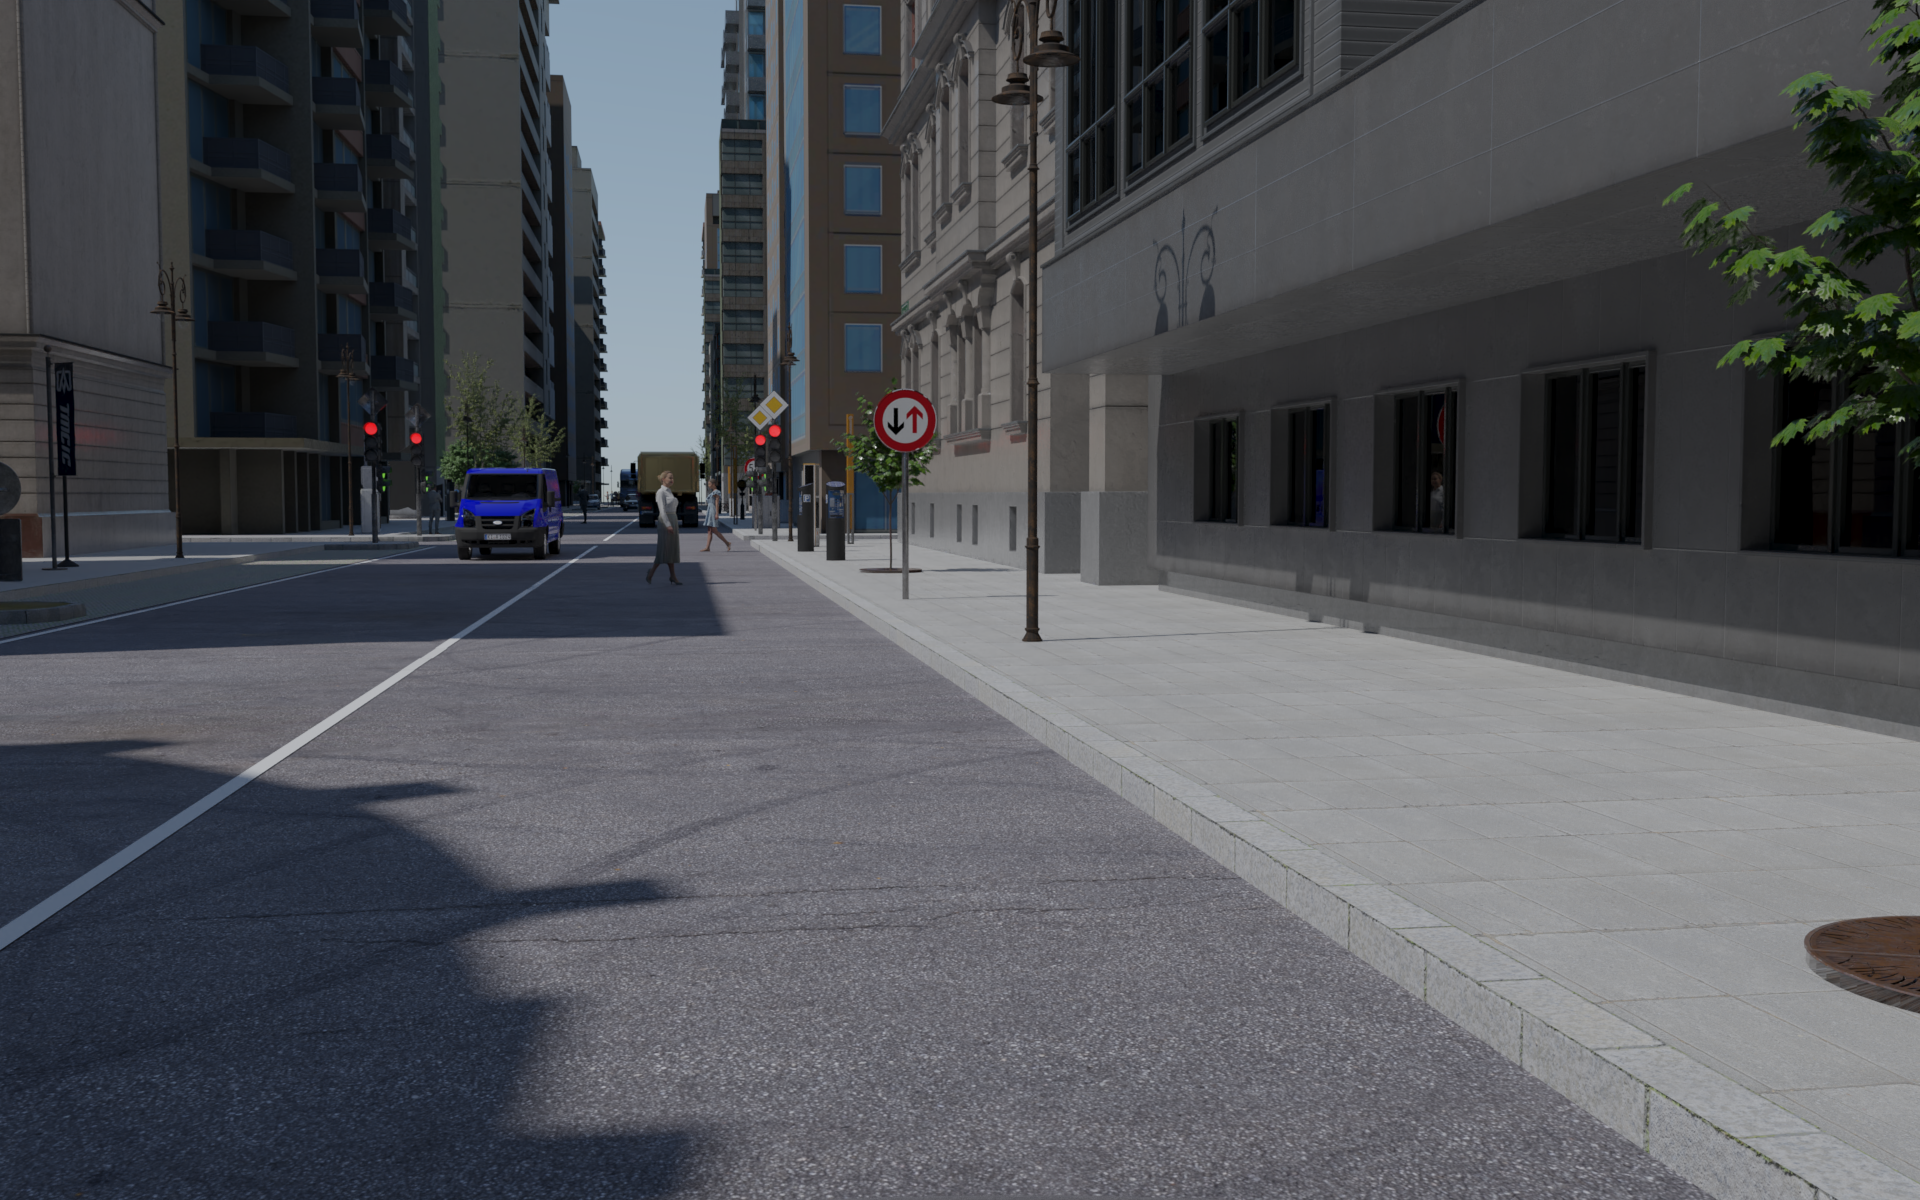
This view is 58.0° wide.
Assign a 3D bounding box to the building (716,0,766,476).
[{"bbox_3d":[-10.596,-33.064,160.202,23.786,49.044,30.456,-1,4,-9],"label":"building"}]

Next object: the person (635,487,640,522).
[{"bbox_3d":[-16.226,-4.875,88.182,0.580,1.828,0.573,0,4,2],"label":"person"}]

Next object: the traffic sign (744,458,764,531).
[{"bbox_3d":[-7.149,-3.694,60.506,0.768,2.556,0.104,0,4,-2],"label":"traffic sign"}]

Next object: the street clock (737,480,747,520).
[{"bbox_3d":[-10.859,-5.005,86.398,0.471,2.002,0.358,1,4,13],"label":"street clock"}]

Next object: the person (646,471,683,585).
[{"bbox_3d":[-4.698,-1.144,27.427,0.641,1.798,0.478,2,4,25],"label":"person"}]

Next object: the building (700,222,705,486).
[{"bbox_3d":[-29.588,-37.866,273.740,22.147,44.769,28.867,-1,4,-9],"label":"building"}]

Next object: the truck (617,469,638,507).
[{"bbox_3d":[-36.348,-12.377,192.120,2.967,4.110,18.799,-1,4,-10],"label":"truck"}]

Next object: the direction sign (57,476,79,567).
[{"bbox_3d":[-15.737,-2.350,30.426,0.379,3.537,0.876,-2,4,-34],"label":"direction sign"}]

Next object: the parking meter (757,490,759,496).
[{"bbox_3d":[-13.875,-6.778,119.230,0.372,1.533,0.369,0,3,0],"label":"parking meter"}]

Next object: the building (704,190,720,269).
[{"bbox_3d":[-29.838,-36.780,251.470,14.600,45.320,14.200,-1,4,-9],"label":"building"}]

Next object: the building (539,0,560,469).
[{"bbox_3d":[-51.907,-34.853,159.078,28.713,52.752,27.495,-1,4,-9],"label":"building"}]

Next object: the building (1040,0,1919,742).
[{"bbox_3d":[10.308,-11.585,8.474,14.314,24.678,30.058,-1,4,-9],"label":"building"}]

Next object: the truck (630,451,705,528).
[{"bbox_3d":[-13.057,-4.990,77.511,3.469,3.379,9.791,-1,4,-10],"label":"truck"}]

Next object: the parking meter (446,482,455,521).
[{"bbox_3d":[-24.127,-4.668,82.031,0.255,1.863,0.399,-3,5,-44],"label":"parking meter"}]

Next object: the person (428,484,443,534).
[{"bbox_3d":[-18.551,-3.216,61.261,0.511,1.800,0.466,0,4,5],"label":"person"}]

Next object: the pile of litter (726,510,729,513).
[{"bbox_3d":[-15.231,-6.270,116.478,1.176,0.858,1.719,1,4,17],"label":"pile of litter"}]

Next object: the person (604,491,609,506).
[{"bbox_3d":[-41.187,-11.784,201.693,0.750,1.759,0.617,0,4,1],"label":"person"}]

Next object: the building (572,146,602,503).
[{"bbox_3d":[-61.776,-37.853,242.595,21.300,48.544,21.600,-1,4,-9],"label":"building"}]

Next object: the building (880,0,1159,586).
[{"bbox_3d":[6.271,-15.163,35.301,14.401,28.519,23.554,-1,4,-9],"label":"building"}]

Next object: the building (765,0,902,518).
[{"bbox_3d":[-5.383,-28.353,113.686,14.600,45.320,14.200,-1,4,-9],"label":"building"}]

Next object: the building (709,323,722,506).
[{"bbox_3d":[-13.448,-21.197,191.610,27.650,21.520,28.899,-1,4,-9],"label":"building"}]

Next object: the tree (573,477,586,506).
[{"bbox_3d":[-43.045,-12.203,194.126,1.663,3.219,1.824,0,3,0],"label":"tree"}]

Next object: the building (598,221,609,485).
[{"bbox_3d":[-65.982,-37.488,267.545,22.147,44.769,28.867,-1,4,-9],"label":"building"}]

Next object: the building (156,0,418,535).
[{"bbox_3d":[-33.073,-25.073,64.575,22.147,44.769,28.867,-1,4,-9],"label":"building"}]

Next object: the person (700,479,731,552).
[{"bbox_3d":[-6.069,-2.099,42.920,0.778,1.811,0.616,0,4,-5],"label":"person"}]

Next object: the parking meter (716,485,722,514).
[{"bbox_3d":[-15.597,-6.493,111.879,0.399,1.863,0.255,-1,4,-16],"label":"parking meter"}]

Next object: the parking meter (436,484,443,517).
[{"bbox_3d":[-29.620,-5.679,98.556,0.399,1.863,0.255,-1,4,-13],"label":"parking meter"}]

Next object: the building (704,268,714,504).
[{"bbox_3d":[-25.866,-27.612,223.165,14.160,30.474,14.107,-1,4,-9],"label":"building"}]

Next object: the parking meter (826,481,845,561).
[{"bbox_3d":[-2.398,-1.530,33.421,0.372,1.533,0.369,0,3,0],"label":"parking meter"}]

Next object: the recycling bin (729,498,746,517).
[{"bbox_3d":[-12.734,-5.298,99.177,0.722,1.027,0.722,-3,4,-37],"label":"recycling bin"}]

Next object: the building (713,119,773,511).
[{"bbox_3d":[-12.013,-22.377,137.558,14.160,30.474,14.107,-1,4,-9],"label":"building"}]

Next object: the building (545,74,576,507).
[{"bbox_3d":[-47.830,-32.474,181.060,14.600,45.320,14.200,-1,4,-9],"label":"building"}]

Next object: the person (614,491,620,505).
[{"bbox_3d":[-43.295,-12.914,219.732,0.705,1.812,1.348,3,5,41],"label":"person"}]

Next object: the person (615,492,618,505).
[{"bbox_3d":[-45.643,-13.531,230.658,0.541,1.710,0.530,-1,4,-20],"label":"person"}]

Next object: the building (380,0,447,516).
[{"bbox_3d":[-36.895,-25.234,96.170,14.154,41.232,14.086,-1,4,-9],"label":"building"}]

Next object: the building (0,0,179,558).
[{"bbox_3d":[-28.071,-10.559,37.272,19.286,19.102,10.561,-1,4,-9],"label":"building"}]

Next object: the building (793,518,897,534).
[{"bbox_3d":[1.085,-25.200,62.136,14.200,45.320,14.600,-1,4,-9],"label":"building"}]

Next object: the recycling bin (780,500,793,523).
[{"bbox_3d":[-7.660,-3.898,76.286,0.722,1.027,0.722,1,4,13],"label":"recycling bin"}]

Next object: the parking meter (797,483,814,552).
[{"bbox_3d":[-3.437,-1.844,38.560,0.372,1.533,0.369,0,3,0],"label":"parking meter"}]

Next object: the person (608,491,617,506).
[{"bbox_3d":[-39.875,-11.623,198.514,1.348,1.826,0.705,-2,4,-31],"label":"person"}]

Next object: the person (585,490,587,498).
[{"bbox_3d":[-31.024,-8.231,143.803,0.721,1.735,1.217,0,4,8],"label":"person"}]

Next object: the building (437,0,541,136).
[{"bbox_3d":[-44.422,-31.309,135.599,21.300,48.544,21.600,-1,4,-9],"label":"building"}]

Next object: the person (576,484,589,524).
[{"bbox_3d":[-18.339,-4.667,84.171,0.474,1.900,0.648,1,4,16],"label":"person"}]

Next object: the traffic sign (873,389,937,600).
[{"bbox_3d":[-0.662,-1.280,21.026,0.768,2.556,0.104,0,4,-1],"label":"traffic sign"}]

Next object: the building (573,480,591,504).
[{"bbox_3d":[-63.664,-32.244,219.075,32.217,40.220,23.993,-1,4,-9],"label":"building"}]

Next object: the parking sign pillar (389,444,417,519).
[{"bbox_3d":[-28.882,-6.199,89.826,1.447,3.967,1.447,0,4,-4],"label":"parking sign pillar"}]

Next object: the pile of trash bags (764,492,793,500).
[{"bbox_3d":[-8.367,-4.307,80.179,1.912,1.369,3.447,1,4,11],"label":"pile of trash bags"}]
